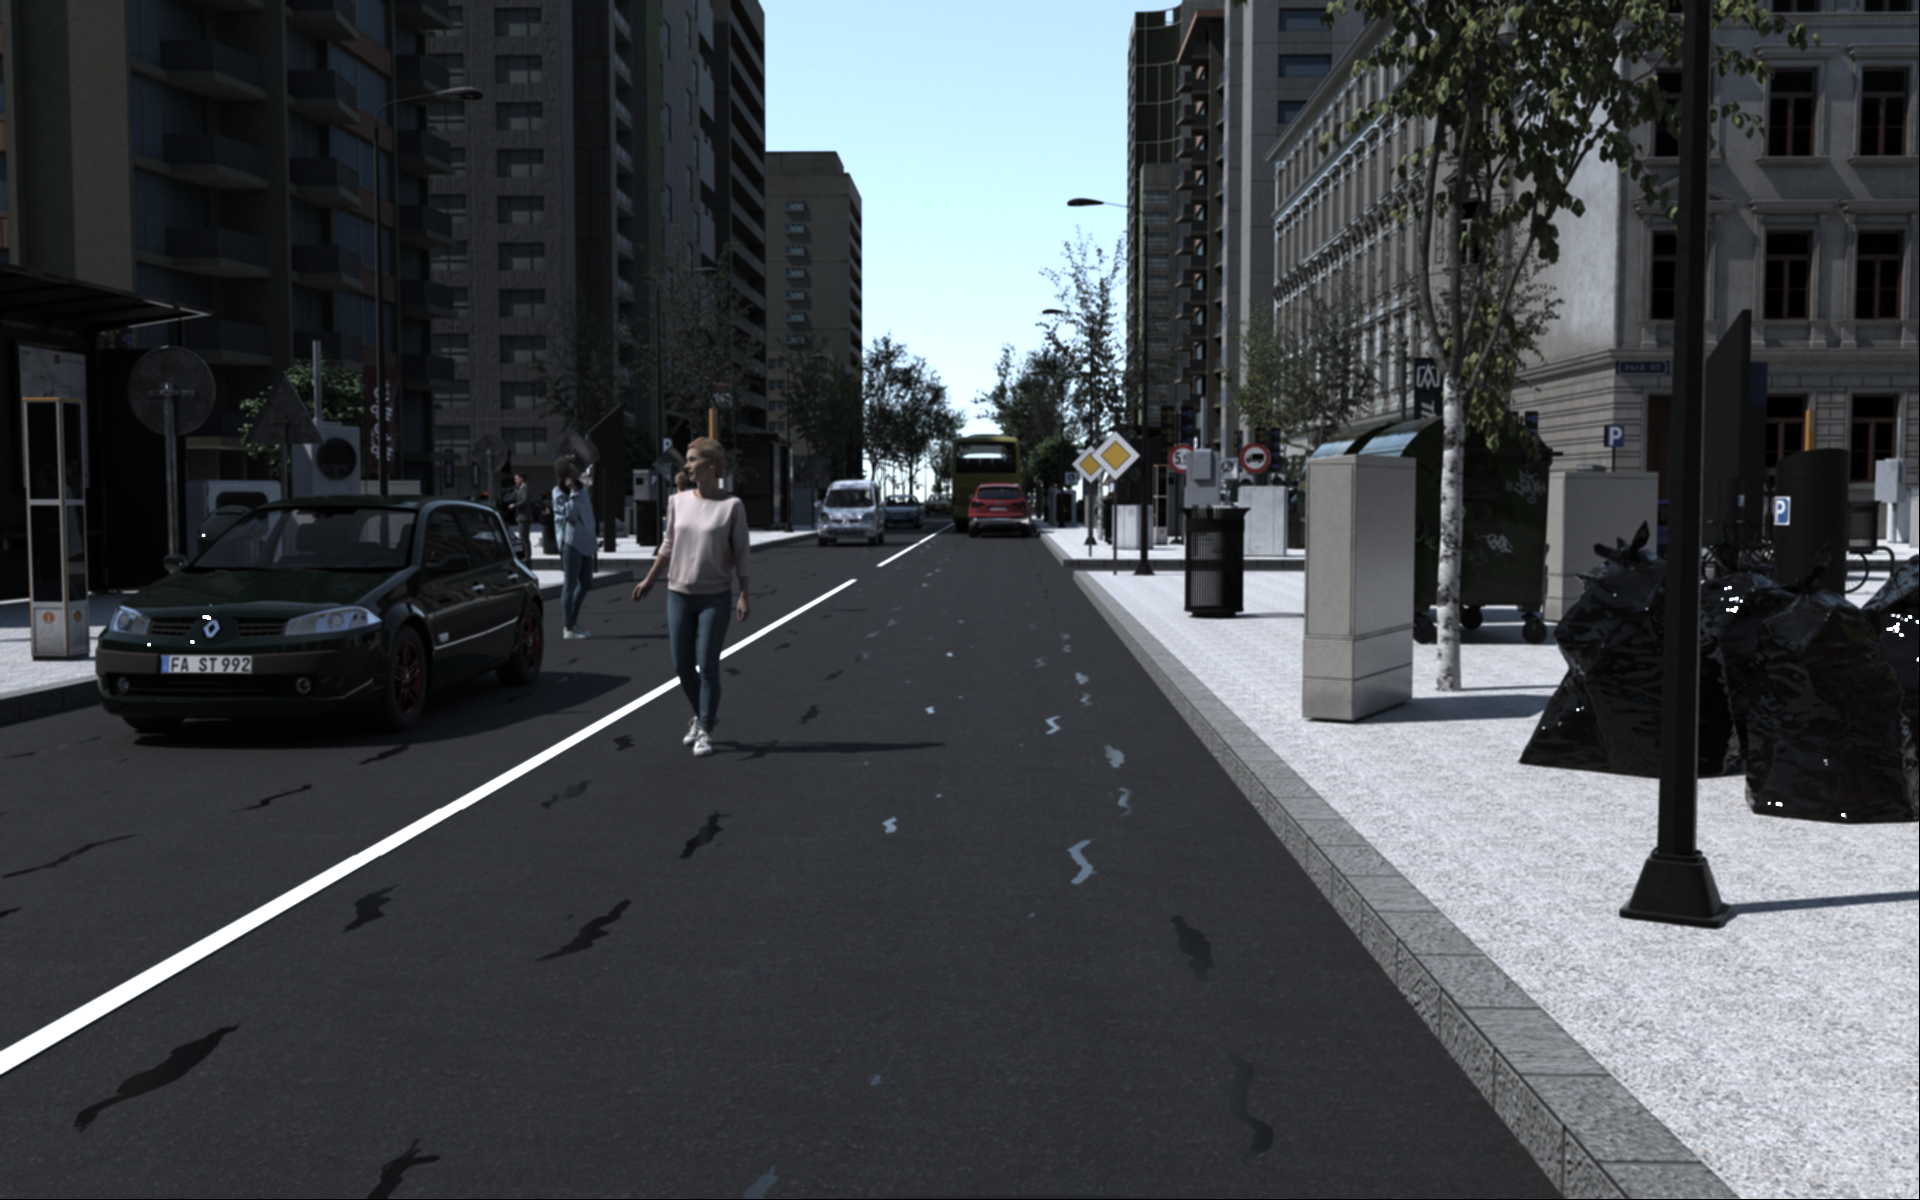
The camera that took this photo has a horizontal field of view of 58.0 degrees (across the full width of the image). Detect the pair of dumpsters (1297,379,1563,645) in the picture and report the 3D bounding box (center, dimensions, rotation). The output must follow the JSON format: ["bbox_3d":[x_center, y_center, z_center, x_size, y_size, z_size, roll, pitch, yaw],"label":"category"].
[{"bbox_3d":[4.418,-0.872,16.755,1.574,2.255,4.437,0,4,1],"label":"pair of dumpsters"}]

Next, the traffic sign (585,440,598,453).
[{"bbox_3d":[-8.795,-2.463,40.370,0.768,2.556,0.104,1,4,11],"label":"traffic sign"}]

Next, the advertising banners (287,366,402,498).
[{"bbox_3d":[-8.566,-1.667,23.439,2.074,3.025,0.090,-2,4,-34],"label":"advertising banners"}]

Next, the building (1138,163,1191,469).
[{"bbox_3d":[29.275,-32.589,216.432,14.154,41.232,14.086,0,4,1],"label":"building"}]

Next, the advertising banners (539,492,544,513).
[{"bbox_3d":[-21.830,-5.942,93.335,2.074,3.025,0.090,2,4,27],"label":"advertising banners"}]

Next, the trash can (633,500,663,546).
[{"bbox_3d":[-7.665,-1.895,42.635,0.748,1.137,0.748,0,3,0],"label":"trash can"}]

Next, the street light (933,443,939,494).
[{"bbox_3d":[-2.568,-11.282,156.999,1.470,5.913,1.316,0,4,1],"label":"street light"}]

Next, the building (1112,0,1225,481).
[{"bbox_3d":[33.432,-50.067,256.853,20.563,71.187,20.611,0,4,1],"label":"building"}]

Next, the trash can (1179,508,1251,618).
[{"bbox_3d":[2.653,-0.393,18.071,0.748,1.137,0.748,0,3,0],"label":"trash can"}]

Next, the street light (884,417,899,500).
[{"bbox_3d":[-3.986,-8.062,104.348,1.470,5.913,1.316,0,4,1],"label":"street light"}]

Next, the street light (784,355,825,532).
[{"bbox_3d":[-5.198,-5.220,57.890,1.470,5.913,1.316,0,4,1],"label":"street light"}]

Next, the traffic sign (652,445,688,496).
[{"bbox_3d":[-5.928,-1.955,35.602,0.795,2.450,0.064,0,4,1],"label":"traffic sign"}]

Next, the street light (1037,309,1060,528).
[{"bbox_3d":[2.756,-4.344,43.570,1.470,5.913,1.316,0,4,1],"label":"street light"}]

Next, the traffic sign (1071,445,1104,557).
[{"bbox_3d":[2.663,-1.940,35.358,0.795,2.450,0.064,0,4,1],"label":"traffic sign"}]

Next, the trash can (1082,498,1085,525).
[{"bbox_3d":[5.197,-3.491,68.731,0.748,1.137,0.748,0,3,0],"label":"trash can"}]

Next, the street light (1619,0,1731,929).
[{"bbox_3d":[1.643,-1.993,5.131,1.470,5.913,1.316,0,4,1],"label":"street light"}]

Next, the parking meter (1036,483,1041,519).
[{"bbox_3d":[4.111,-5.167,90.191,0.255,1.863,0.399,0,4,3],"label":"parking meter"}]

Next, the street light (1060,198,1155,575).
[{"bbox_3d":[2.379,-3.351,27.322,1.470,5.913,1.316,0,4,1],"label":"street light"}]

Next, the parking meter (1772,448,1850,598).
[{"bbox_3d":[4.787,-0.083,9.770,0.372,1.533,0.369,0,3,0],"label":"parking meter"}]

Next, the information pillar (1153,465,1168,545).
[{"bbox_3d":[5.044,-2.388,43.531,0.304,2.012,0.304,-1,4,-9],"label":"information pillar"}]

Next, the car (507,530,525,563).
[{"bbox_3d":[-9.815,-1.264,30.451,4.222,1.686,2.009,0,4,3],"label":"car"}]

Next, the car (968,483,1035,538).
[{"bbox_3d":[1.391,-3.060,58.708,2.281,1.827,5.304,0,4,3],"label":"car"}]

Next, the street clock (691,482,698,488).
[{"bbox_3d":[-12.778,-4.860,84.027,0.471,2.002,0.358,-1,4,-17],"label":"street clock"}]

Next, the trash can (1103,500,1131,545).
[{"bbox_3d":[3.986,-1.979,44.016,0.748,1.137,0.748,0,3,0],"label":"trash can"}]

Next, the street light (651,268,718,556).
[{"bbox_3d":[-5.664,-3.862,35.692,1.470,5.913,1.316,0,4,1],"label":"street light"}]

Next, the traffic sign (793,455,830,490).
[{"bbox_3d":[-7.897,-5.922,90.694,2.265,3.308,0.079,1,4,9],"label":"traffic sign"}]

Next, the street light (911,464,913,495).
[{"bbox_3d":[-3.748,-8.531,112.026,1.470,5.913,1.316,0,4,1],"label":"street light"}]

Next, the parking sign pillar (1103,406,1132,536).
[{"bbox_3d":[5.044,-3.994,53.767,1.447,3.967,1.447,1,4,9],"label":"parking sign pillar"}]

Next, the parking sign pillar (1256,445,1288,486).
[{"bbox_3d":[17.625,-6.787,99.437,1.447,3.967,1.447,-2,4,-30],"label":"parking sign pillar"}]

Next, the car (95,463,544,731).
[{"bbox_3d":[-4.126,-0.118,11.723,2.009,1.686,4.222,0,4,3],"label":"car"}]

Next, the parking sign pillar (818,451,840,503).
[{"bbox_3d":[-8.241,-7.375,109.055,1.447,3.967,1.447,-2,4,-34],"label":"parking sign pillar"}]

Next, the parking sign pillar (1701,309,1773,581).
[{"bbox_3d":[11.553,-2.297,26.032,1.447,3.967,1.447,0,4,-5],"label":"parking sign pillar"}]

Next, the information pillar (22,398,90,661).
[{"bbox_3d":[-6.968,-0.543,13.368,0.304,2.012,0.304,0,4,4],"label":"information pillar"}]

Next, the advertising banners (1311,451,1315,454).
[{"bbox_3d":[13.532,-4.490,69.601,2.074,3.025,0.090,-1,4,-12],"label":"advertising banners"}]

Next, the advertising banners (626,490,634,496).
[{"bbox_3d":[-13.021,-4.444,68.840,2.074,3.025,0.090,-1,4,-20],"label":"advertising banners"}]

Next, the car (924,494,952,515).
[{"bbox_3d":[-1.520,-6.835,121.975,2.015,1.641,3.980,0,4,0],"label":"car"}]

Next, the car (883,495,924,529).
[{"bbox_3d":[-2.501,-3.756,73.419,2.014,1.417,4.499,0,4,1],"label":"car"}]

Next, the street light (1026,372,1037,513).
[{"bbox_3d":[3.337,-5.702,65.765,1.470,5.913,1.316,0,4,1],"label":"street light"}]

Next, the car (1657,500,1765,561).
[{"bbox_3d":[12.482,-1.169,31.690,3.894,1.354,1.945,0,4,2],"label":"car"}]

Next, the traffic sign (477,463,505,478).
[{"bbox_3d":[-10.622,-2.390,39.186,0.768,2.556,0.104,1,4,10],"label":"traffic sign"}]

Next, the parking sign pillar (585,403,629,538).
[{"bbox_3d":[-10.499,-3.821,50.942,1.447,3.967,1.447,3,4,36],"label":"parking sign pillar"}]

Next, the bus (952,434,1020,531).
[{"bbox_3d":[1.063,-4.800,70.033,2.896,3.916,12.252,0,4,1],"label":"bus"}]

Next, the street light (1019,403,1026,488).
[{"bbox_3d":[3.866,-7.064,88.042,1.470,5.913,1.316,0,4,1],"label":"street light"}]

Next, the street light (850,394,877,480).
[{"bbox_3d":[-4.541,-6.615,80.693,1.470,5.913,1.316,0,4,1],"label":"street light"}]

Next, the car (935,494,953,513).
[{"bbox_3d":[-0.962,-7.540,135.079,2.131,1.459,4.920,0,4,2],"label":"car"}]

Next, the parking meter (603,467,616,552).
[{"bbox_3d":[-7.741,-1.989,38.236,0.255,1.863,0.399,-1,4,-10],"label":"parking meter"}]

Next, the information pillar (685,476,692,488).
[{"bbox_3d":[-11.303,-4.063,70.929,0.304,2.012,0.304,-2,4,-28],"label":"information pillar"}]

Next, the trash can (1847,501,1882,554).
[{"bbox_3d":[19.265,-1.550,37.001,0.748,1.137,0.748,0,3,0],"label":"trash can"}]

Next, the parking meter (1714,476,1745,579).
[{"bbox_3d":[11.095,-1.013,24.978,0.372,1.533,0.369,0,3,0],"label":"parking meter"}]

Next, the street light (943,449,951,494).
[{"bbox_3d":[-1.977,-12.639,179.194,1.470,5.913,1.316,0,4,1],"label":"street light"}]

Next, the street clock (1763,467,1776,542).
[{"bbox_3d":[21.887,-2.584,46.816,0.471,2.002,0.358,-2,4,-24],"label":"street clock"}]

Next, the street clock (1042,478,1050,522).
[{"bbox_3d":[3.968,-4.600,79.785,0.358,2.002,0.471,1,4,17],"label":"street clock"}]

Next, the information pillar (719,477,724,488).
[{"bbox_3d":[-12.683,-6.161,92.079,0.183,3.616,0.504,-3,4,-36],"label":"information pillar"}]

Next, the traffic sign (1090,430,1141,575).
[{"bbox_3d":[2.454,-1.452,27.376,0.795,2.450,0.064,0,4,1],"label":"traffic sign"}]

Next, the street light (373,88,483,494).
[{"bbox_3d":[-6.147,-2.901,19.972,1.470,5.913,1.316,0,4,1],"label":"street light"}]

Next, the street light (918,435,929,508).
[{"bbox_3d":[-3.173,-9.889,134.221,1.470,5.913,1.316,0,4,1],"label":"street light"}]

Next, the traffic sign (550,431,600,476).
[{"bbox_3d":[-6.137,-1.467,27.620,0.795,2.450,0.064,0,4,1],"label":"traffic sign"}]

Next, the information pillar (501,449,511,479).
[{"bbox_3d":[-23.373,-5.988,89.263,0.504,3.616,0.183,-1,4,-21],"label":"information pillar"}]
